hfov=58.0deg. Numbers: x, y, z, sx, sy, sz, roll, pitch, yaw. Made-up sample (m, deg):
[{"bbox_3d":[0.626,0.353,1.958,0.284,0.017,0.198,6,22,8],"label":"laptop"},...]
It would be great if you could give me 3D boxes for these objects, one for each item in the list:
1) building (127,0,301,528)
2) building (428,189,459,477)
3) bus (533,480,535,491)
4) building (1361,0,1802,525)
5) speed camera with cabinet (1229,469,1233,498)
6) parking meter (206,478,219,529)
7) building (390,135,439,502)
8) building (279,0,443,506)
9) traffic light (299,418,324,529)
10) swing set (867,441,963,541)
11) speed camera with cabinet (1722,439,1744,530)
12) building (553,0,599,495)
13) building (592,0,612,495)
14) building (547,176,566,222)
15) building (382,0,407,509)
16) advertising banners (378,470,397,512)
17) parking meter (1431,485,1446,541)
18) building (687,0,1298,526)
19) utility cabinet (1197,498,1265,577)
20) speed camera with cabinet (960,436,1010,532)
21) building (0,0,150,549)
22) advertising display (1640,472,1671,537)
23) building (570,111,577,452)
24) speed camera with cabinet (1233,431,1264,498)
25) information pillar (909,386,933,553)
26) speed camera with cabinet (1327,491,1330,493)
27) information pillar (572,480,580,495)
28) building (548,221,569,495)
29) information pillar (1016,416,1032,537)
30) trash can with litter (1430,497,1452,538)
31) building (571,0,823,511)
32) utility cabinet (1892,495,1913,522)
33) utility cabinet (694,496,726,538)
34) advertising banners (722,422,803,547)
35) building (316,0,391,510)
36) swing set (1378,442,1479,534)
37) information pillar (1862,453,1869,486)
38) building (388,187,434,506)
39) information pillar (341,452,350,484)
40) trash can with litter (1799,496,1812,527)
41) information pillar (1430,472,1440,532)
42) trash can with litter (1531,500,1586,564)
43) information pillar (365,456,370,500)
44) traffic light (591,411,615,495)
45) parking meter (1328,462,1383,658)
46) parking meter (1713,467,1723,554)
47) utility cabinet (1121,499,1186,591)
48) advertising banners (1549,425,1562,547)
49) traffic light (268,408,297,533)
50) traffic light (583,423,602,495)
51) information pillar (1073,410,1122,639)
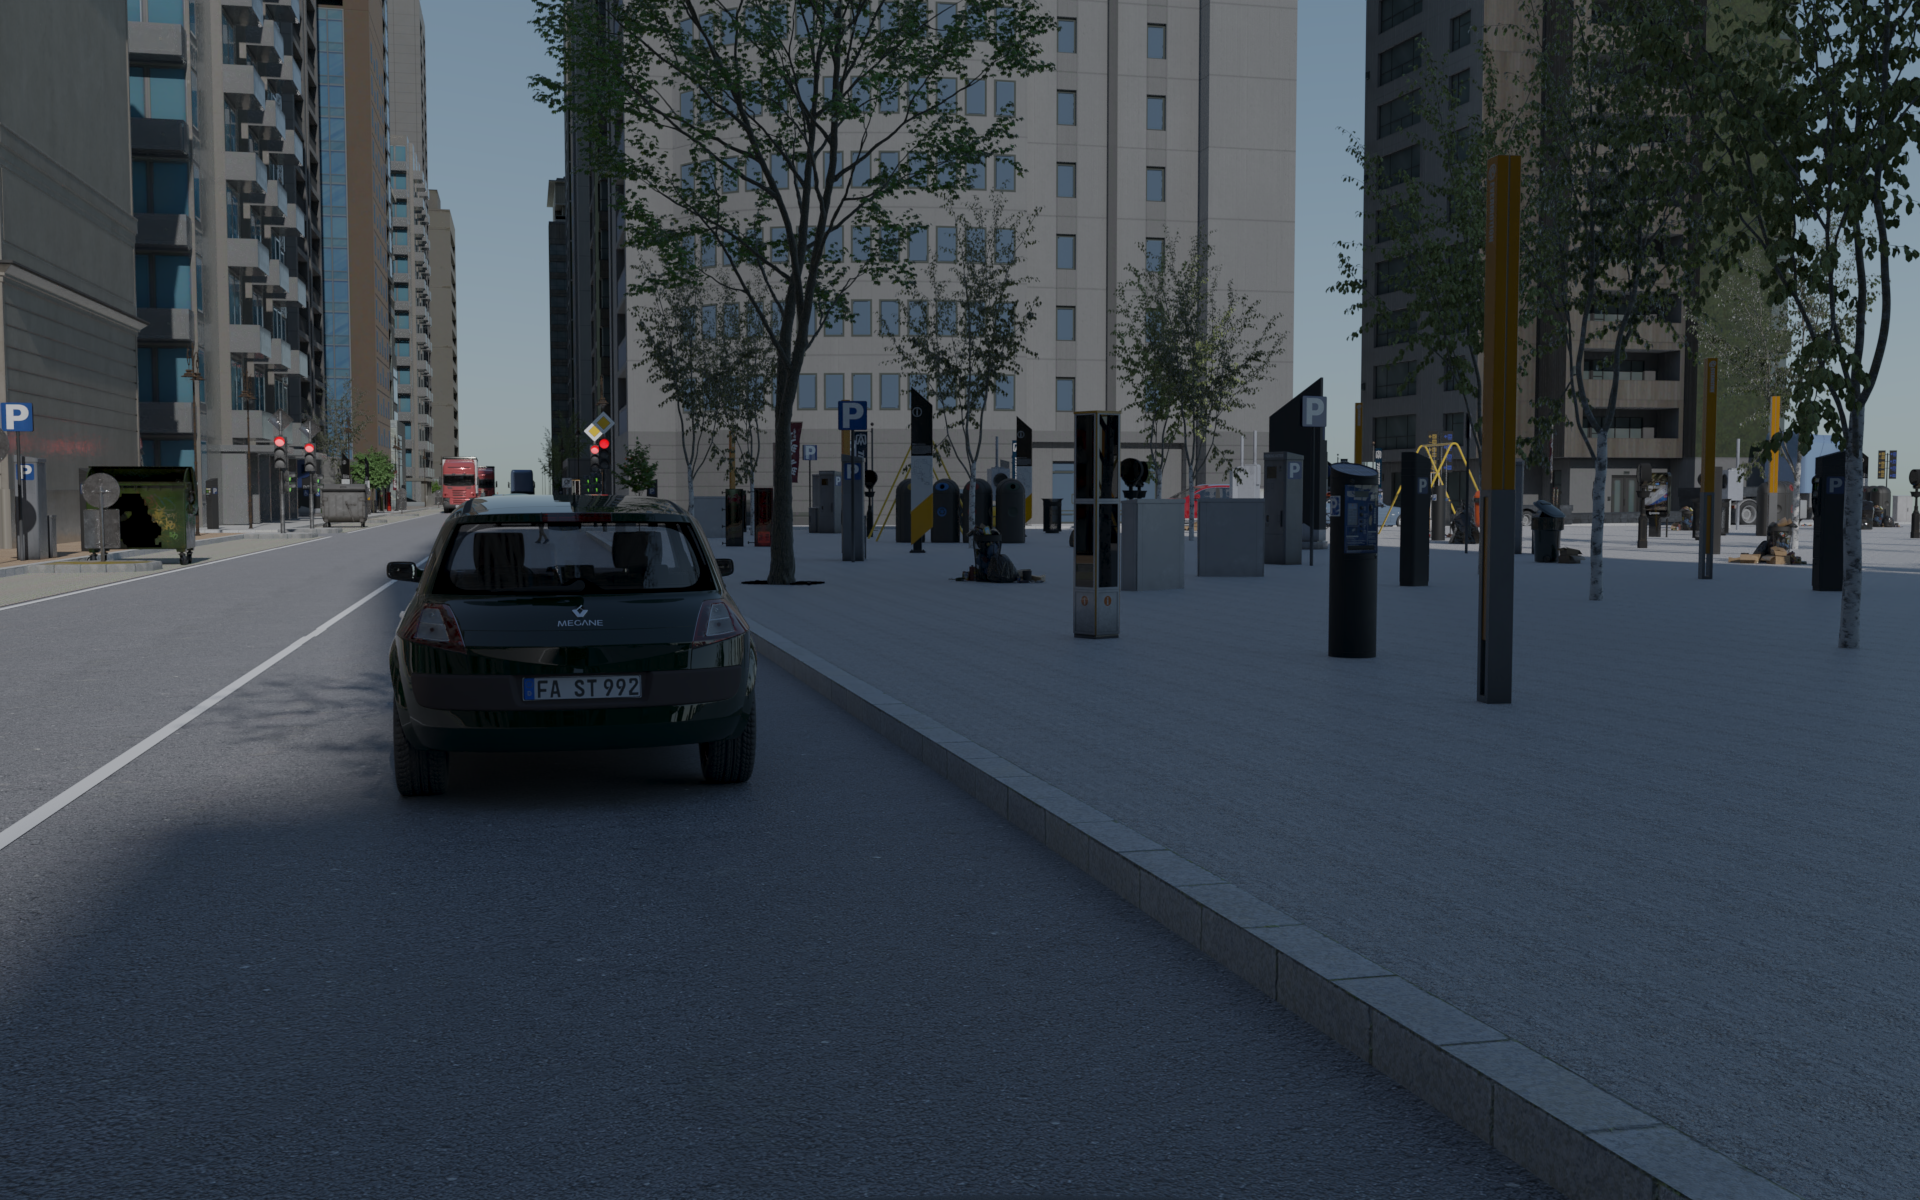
[{"bbox_3d":[-41.338,-27.841,74.801,23.786,49.044,30.456,-1,4,-14],"label":"building"},{"bbox_3d":[-91.378,-39.853,275.295,21.300,48.544,21.600,-1,4,-14],"label":"building"},{"bbox_3d":[-67.919,-17.070,270.648,2.896,3.916,12.252,-1,4,-15],"label":"bus"},{"bbox_3d":[28.357,-18.927,81.155,14.107,30.474,14.160,-1,4,-14],"label":"building"},{"bbox_3d":[10.284,-3.972,59.271,2.038,3.252,0.660,0,4,-3],"label":"speed camera with cabinet"},{"bbox_3d":[-27.268,-3.513,63.150,0.255,1.863,0.399,1,4,19],"label":"parking meter"},{"bbox_3d":[-82.060,-37.309,229.607,23.786,49.044,30.456,-1,4,-14],"label":"building"},{"bbox_3d":[-86.428,-49.900,254.113,20.563,71.187,20.611,-1,4,-14],"label":"building"},{"bbox_3d":[-24.012,-4.599,64.119,0.839,4.253,0.868,-1,4,-14],"label":"traffic light"},{"bbox_3d":[-1.072,-3.110,48.474,2.862,2.851,3.119,0,4,-7],"label":"swing set"},{"bbox_3d":[27.731,-4.190,62.849,0.660,3.252,2.038,0,4,2],"label":"speed camera with cabinet"},{"bbox_3d":[-47.388,-49.368,245.423,20.563,71.187,20.611,-1,4,-14],"label":"building"},{"bbox_3d":[-13.692,-20.001,98.715,14.160,30.474,14.107,-1,4,-14],"label":"building"},{"bbox_3d":[-52.558,-42.506,284.206,28.713,52.752,27.495,-1,4,-14],"label":"building"},{"bbox_3d":[-63.519,-51.862,160.617,22.319,86.520,31.000,-1,4,-14],"label":"building"},{"bbox_3d":[-42.103,-8.036,127.572,0.090,3.025,2.074,1,4,22],"label":"advertising banners"},{"bbox_3d":[13.204,-2.408,47.784,0.372,1.533,0.369,0,3,0],"label":"parking meter"},{"bbox_3d":[-1.710,-32.924,80.308,28.212,58.520,21.231,-1,4,-14],"label":"building"},{"bbox_3d":[4.216,-0.969,27.000,1.020,1.237,0.306,0,4,4],"label":"utility cabinet"},{"bbox_3d":[0.661,-3.955,58.996,2.038,3.252,0.660,-1,4,-17],"label":"speed camera with cabinet"},{"bbox_3d":[-37.765,-12.852,43.407,30.059,22.955,16.112,-1,4,-14],"label":"building"},{"bbox_3d":[20.734,-2.840,51.643,0.123,1.923,0.974,-2,4,-30],"label":"advertising display"},{"bbox_3d":[-34.447,-32.813,186.598,14.600,45.320,14.200,-1,4,-14],"label":"building"},{"bbox_3d":[9.311,-3.699,54.807,0.660,3.252,2.038,2,4,24],"label":"speed camera with cabinet"},{"bbox_3d":[-0.843,-2.831,37.639,0.504,3.616,0.183,0,4,4],"label":"information pillar"},{"bbox_3d":[23.353,-6.833,106.053,2.038,3.252,0.660,-2,4,-27],"label":"speed camera with cabinet"},{"bbox_3d":[-20.049,-5.257,90.442,0.304,2.012,0.304,-3,5,-42],"label":"information pillar"},{"bbox_3d":[-54.883,-35.396,262.313,14.154,41.232,14.086,-1,4,-14],"label":"building"},{"bbox_3d":[1.907,-3.696,51.792,0.504,3.616,0.183,1,4,12],"label":"information pillar"},{"bbox_3d":[14.513,-2.421,50.636,2.233,1.210,1.678,0,4,-1],"label":"trash can with litter"},{"bbox_3d":[-26.374,-38.180,166.245,21.231,58.520,28.212,-1,4,-14],"label":"building"},{"bbox_3d":[44.126,-4.277,81.088,1.020,1.237,0.306,-2,4,-24],"label":"utility cabinet"},{"bbox_3d":[-7.377,-2.416,50.661,1.020,1.237,0.306,-1,4,-16],"label":"utility cabinet"},{"bbox_3d":[-4.797,-2.805,42.051,2.074,3.025,0.090,1,4,13],"label":"advertising banners"},{"bbox_3d":[-54.370,-30.010,140.777,14.600,45.320,14.200,-1,4,-14],"label":"building"},{"bbox_3d":[14.884,-3.439,53.852,2.862,2.851,3.119,0,4,-4],"label":"swing set"},{"bbox_3d":[47.416,-6.094,90.990,0.504,3.616,0.183,1,4,18],"label":"information pillar"},{"bbox_3d":[-74.541,-30.317,187.565,32.217,40.220,23.993,-1,4,-14],"label":"building"},{"bbox_3d":[-34.387,-6.457,96.923,0.183,3.616,0.504,2,4,32],"label":"information pillar"},{"bbox_3d":[33.755,-3.558,69.236,2.233,1.210,1.678,-1,4,-20],"label":"trash can with litter"},{"bbox_3d":[15.912,-3.282,58.153,0.304,2.012,0.304,0,4,5],"label":"information pillar"},{"bbox_3d":[11.182,-1.279,32.292,0.624,1.170,1.055,-2,4,-33],"label":"trash can with litter"},{"bbox_3d":[-36.863,-7.117,107.712,0.183,3.616,0.504,-3,5,-40],"label":"information pillar"},{"bbox_3d":[-12.116,-4.279,58.883,0.839,4.253,0.868,-1,4,-14],"label":"traffic light"},{"bbox_3d":[3.100,-0.320,13.647,0.372,1.533,0.369,0,3,0],"label":"parking meter"},{"bbox_3d":[16.080,-1.911,36.949,0.255,1.863,0.399,1,4,13],"label":"parking meter"},{"bbox_3d":[2.591,-0.741,23.273,1.020,1.237,0.306,-3,5,-44],"label":"utility cabinet"},{"bbox_3d":[13.977,-2.722,40.690,0.090,3.025,2.074,1,4,13],"label":"advertising banners"},{"bbox_3d":[-22.065,-4.126,56.374,0.839,4.253,0.868,-1,4,-14],"label":"traffic light"},{"bbox_3d":[-14.064,-4.753,66.628,0.839,4.253,0.868,-1,4,-14],"label":"traffic light"},{"bbox_3d":[1.218,-0.668,15.412,0.304,2.012,0.304,-3,4,-39],"label":"information pillar"}]
